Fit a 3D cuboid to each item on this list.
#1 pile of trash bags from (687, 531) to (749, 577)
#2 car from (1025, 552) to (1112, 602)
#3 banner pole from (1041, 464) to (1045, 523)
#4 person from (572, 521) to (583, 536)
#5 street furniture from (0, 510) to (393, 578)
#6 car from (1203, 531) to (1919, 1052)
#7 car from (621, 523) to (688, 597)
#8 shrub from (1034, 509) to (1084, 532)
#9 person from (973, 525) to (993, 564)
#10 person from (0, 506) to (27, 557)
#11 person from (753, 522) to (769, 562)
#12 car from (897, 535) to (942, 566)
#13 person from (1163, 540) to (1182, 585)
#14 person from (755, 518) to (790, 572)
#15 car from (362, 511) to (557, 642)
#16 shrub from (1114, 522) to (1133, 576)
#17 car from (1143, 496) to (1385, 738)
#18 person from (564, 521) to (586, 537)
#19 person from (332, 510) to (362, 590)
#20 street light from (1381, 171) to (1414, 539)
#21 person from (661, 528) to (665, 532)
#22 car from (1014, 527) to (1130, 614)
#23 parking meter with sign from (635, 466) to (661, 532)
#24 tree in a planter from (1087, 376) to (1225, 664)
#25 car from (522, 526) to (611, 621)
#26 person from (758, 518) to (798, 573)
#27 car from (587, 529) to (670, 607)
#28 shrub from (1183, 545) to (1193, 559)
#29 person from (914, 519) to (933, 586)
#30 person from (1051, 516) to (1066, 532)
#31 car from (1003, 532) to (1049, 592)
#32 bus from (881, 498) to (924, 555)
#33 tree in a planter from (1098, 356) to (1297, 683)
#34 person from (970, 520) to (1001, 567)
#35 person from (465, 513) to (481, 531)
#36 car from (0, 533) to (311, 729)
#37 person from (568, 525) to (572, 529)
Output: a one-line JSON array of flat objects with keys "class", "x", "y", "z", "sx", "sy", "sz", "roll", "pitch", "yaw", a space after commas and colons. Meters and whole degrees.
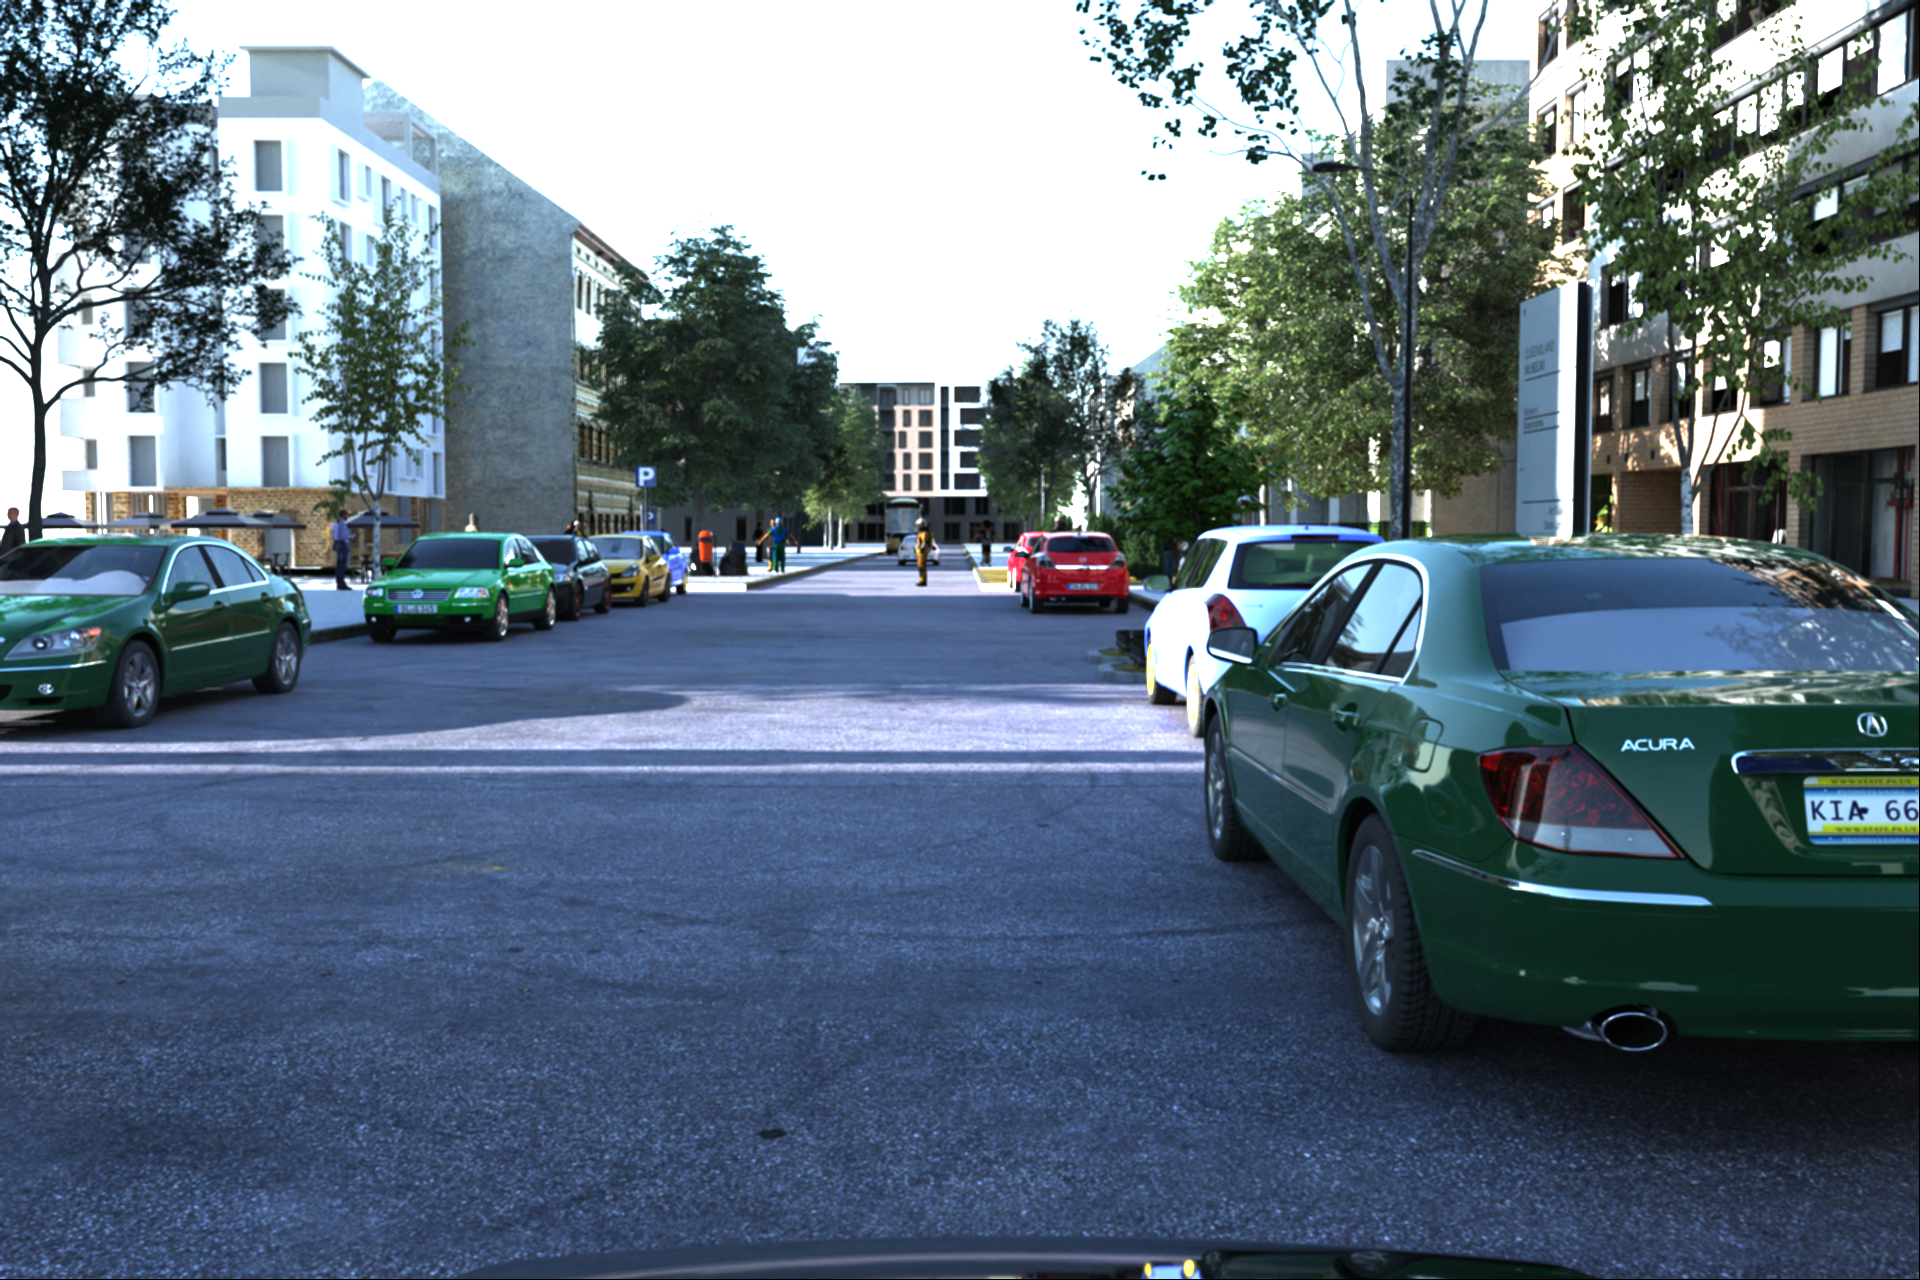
[{"class": "pile of trash bags", "x": -7.467, "y": -2.628, "z": 52.724, "sx": 1.912, "sy": 1.369, "sz": 3.447, "roll": 0, "pitch": 4, "yaw": 1}, {"class": "car", "x": 2.329, "y": -1.709, "z": 37.729, "sx": 2.009, "sy": 1.686, "sz": 4.222, "roll": 0, "pitch": 4, "yaw": -1}, {"class": "banner pole", "x": 2.969, "y": -4.402, "z": 61.991, "sx": 0.401, "sy": 3.779, "sz": 0.863, "roll": 0, "pitch": 3, "yaw": 0}, {"class": "person", "x": -14.468, "y": -3.639, "z": 65.968, "sx": 0.721, "sy": 1.772, "sz": 1.216, "roll": 1, "pitch": 4, "yaw": 14}, {"class": "street furniture", "x": -24.294, "y": -3.069, "z": 55.205, "sx": 27.439, "sy": 1.986, "sz": 14.083, "roll": 0, "pitch": 4, "yaw": 2}, {"class": "car", "x": 2.039, "y": 0.341, "z": 6.228, "sx": 2.131, "sy": 1.459, "sz": 4.920, "roll": 0, "pitch": 4, "yaw": -1}, {"class": "car", "x": -7.355, "y": -1.855, "z": 39.921, "sx": 1.945, "sy": 1.707, "sz": 3.694, "roll": 0, "pitch": 4, "yaw": 0}, {"class": "shrub", "x": 3.039, "y": -2.987, "z": 52.872, "sx": 1.661, "sy": 2.075, "sz": 1.752, "roll": 0, "pitch": 3, "yaw": 0}, {"class": "person", "x": 1.046, "y": -4.151, "z": 74.141, "sx": 0.705, "sy": 1.796, "sz": 1.348, "roll": 3, "pitch": 4, "yaw": 36}, {"class": "person", "x": -16.329, "y": -1.421, "z": 29.831, "sx": 0.990, "sy": 1.755, "sz": 0.434, "roll": 3, "pitch": 5, "yaw": 41}, {"class": "person", "x": -9.098, "y": -4.437, "z": 78.727, "sx": 0.705, "sy": 1.806, "sz": 1.347, "roll": -3, "pitch": 4, "yaw": -37}, {"class": "car", "x": -1.879, "y": -4.121, "z": 79.739, "sx": 2.083, "sy": 1.381, "sz": 4.827, "roll": 0, "pitch": 4, "yaw": 0}, {"class": "person", "x": 4.834, "y": -2.049, "z": 39.713, "sx": 0.705, "sy": 1.803, "sz": 1.348, "roll": 0, "pitch": 4, "yaw": -6}, {"class": "person", "x": -6.348, "y": -3.233, "z": 58.995, "sx": 1.346, "sy": 1.812, "sz": 0.704, "roll": 2, "pitch": 4, "yaw": 24}, {"class": "car", "x": -6.977, "y": -0.960, "z": 24.490, "sx": 1.959, "sy": 1.807, "sz": 4.718, "roll": 0, "pitch": 4, "yaw": 0}, {"class": "shrub", "x": 5.154, "y": -2.963, "z": 52.481, "sx": 1.661, "sy": 2.075, "sz": 1.752, "roll": 0, "pitch": 3, "yaw": 0}, {"class": "car", "x": 2.442, "y": -0.239, "z": 13.496, "sx": 1.945, "sy": 1.707, "sz": 3.694, "roll": 0, "pitch": 4, "yaw": -1}, {"class": "person", "x": -15.537, "y": -3.877, "z": 69.615, "sx": 1.346, "sy": 1.802, "sz": 0.704, "roll": -1, "pitch": 4, "yaw": -21}, {"class": "person", "x": -14.090, "y": -2.076, "z": 39.852, "sx": 0.599, "sy": 1.838, "sz": 0.709, "roll": -3, "pitch": 5, "yaw": -42}, {"class": "street light", "x": 6.170, "y": -3.010, "z": 21.753, "sx": 1.470, "sy": 5.913, "sz": 1.316, "roll": 0, "pitch": 3, "yaw": 0}, {"class": "person", "x": -8.706, "y": -2.612, "z": 49.433, "sx": 1.216, "sy": 1.740, "sz": 0.721, "roll": -2, "pitch": 4, "yaw": -35}, {"class": "car", "x": 2.116, "y": -1.449, "z": 32.734, "sx": 2.155, "sy": 1.783, "sz": 4.494, "roll": 0, "pitch": 4, "yaw": -1}, {"class": "parking meter with sign", "x": -8.055, "y": -3.001, "z": 45.327, "sx": 0.543, "sy": 3.016, "sz": 1.738, "roll": 0, "pitch": 4, "yaw": -1}, {"class": "tree in a planter", "x": 2.460, "y": -1.369, "z": 19.601, "sx": 1.991, "sy": 3.239, "sz": 1.994, "roll": 0, "pitch": 4, "yaw": 1}, {"class": "car", "x": -7.178, "y": -1.228, "z": 29.864, "sx": 2.009, "sy": 1.686, "sz": 4.222, "roll": 0, "pitch": 4, "yaw": 0}, {"class": "person", "x": -5.994, "y": -3.128, "z": 57.272, "sx": 1.347, "sy": 1.817, "sz": 0.704, "roll": -1, "pitch": 4, "yaw": -17}, {"class": "car", "x": -7.011, "y": -1.531, "z": 35.255, "sx": 2.015, "sy": 1.641, "sz": 3.980, "roll": 0, "pitch": 3, "yaw": 0}, {"class": "shrub", "x": 8.478, "y": -3.126, "z": 62.231, "sx": 1.383, "sy": 1.207, "sz": 1.383, "roll": 0, "pitch": 3, "yaw": 0}, {"class": "person", "x": -1.061, "y": -2.409, "z": 47.605, "sx": 0.705, "sy": 1.858, "sz": 1.354, "roll": -1, "pitch": 4, "yaw": -9}, {"class": "person", "x": 2.331, "y": -1.995, "z": 40.857, "sx": 1.354, "sy": 1.856, "sz": 0.705, "roll": 1, "pitch": 4, "yaw": 15}, {"class": "car", "x": 2.190, "y": -2.150, "z": 44.189, "sx": 2.155, "sy": 1.783, "sz": 4.494, "roll": 0, "pitch": 4, "yaw": -1}, {"class": "bus", "x": -3.912, "y": -8.057, "z": 123.280, "sx": 2.896, "sy": 3.916, "sz": 12.252, "roll": 0, "pitch": 4, "yaw": 0}, {"class": "tree in a planter", "x": 2.409, "y": -1.234, "z": 17.398, "sx": 1.991, "sy": 3.239, "sz": 1.994, "roll": 0, "pitch": 4, "yaw": 1}, {"class": "person", "x": 1.024, "y": -3.743, "z": 67.341, "sx": 1.345, "sy": 1.843, "sz": 0.704, "roll": -2, "pitch": 4, "yaw": -24}, {"class": "person", "x": -12.370, "y": -2.330, "z": 44.228, "sx": 1.348, "sy": 1.813, "sz": 0.705, "roll": 3, "pitch": 5, "yaw": 42}, {"class": "car", "x": -6.968, "y": -0.151, "z": 14.260, "sx": 2.131, "sy": 1.459, "sz": 4.920, "roll": 0, "pitch": 3, "yaw": 0}, {"class": "person", "x": -18.896, "y": -4.699, "z": 83.635, "sx": 0.721, "sy": 1.733, "sz": 1.217, "roll": -1, "pitch": 4, "yaw": -9}]
